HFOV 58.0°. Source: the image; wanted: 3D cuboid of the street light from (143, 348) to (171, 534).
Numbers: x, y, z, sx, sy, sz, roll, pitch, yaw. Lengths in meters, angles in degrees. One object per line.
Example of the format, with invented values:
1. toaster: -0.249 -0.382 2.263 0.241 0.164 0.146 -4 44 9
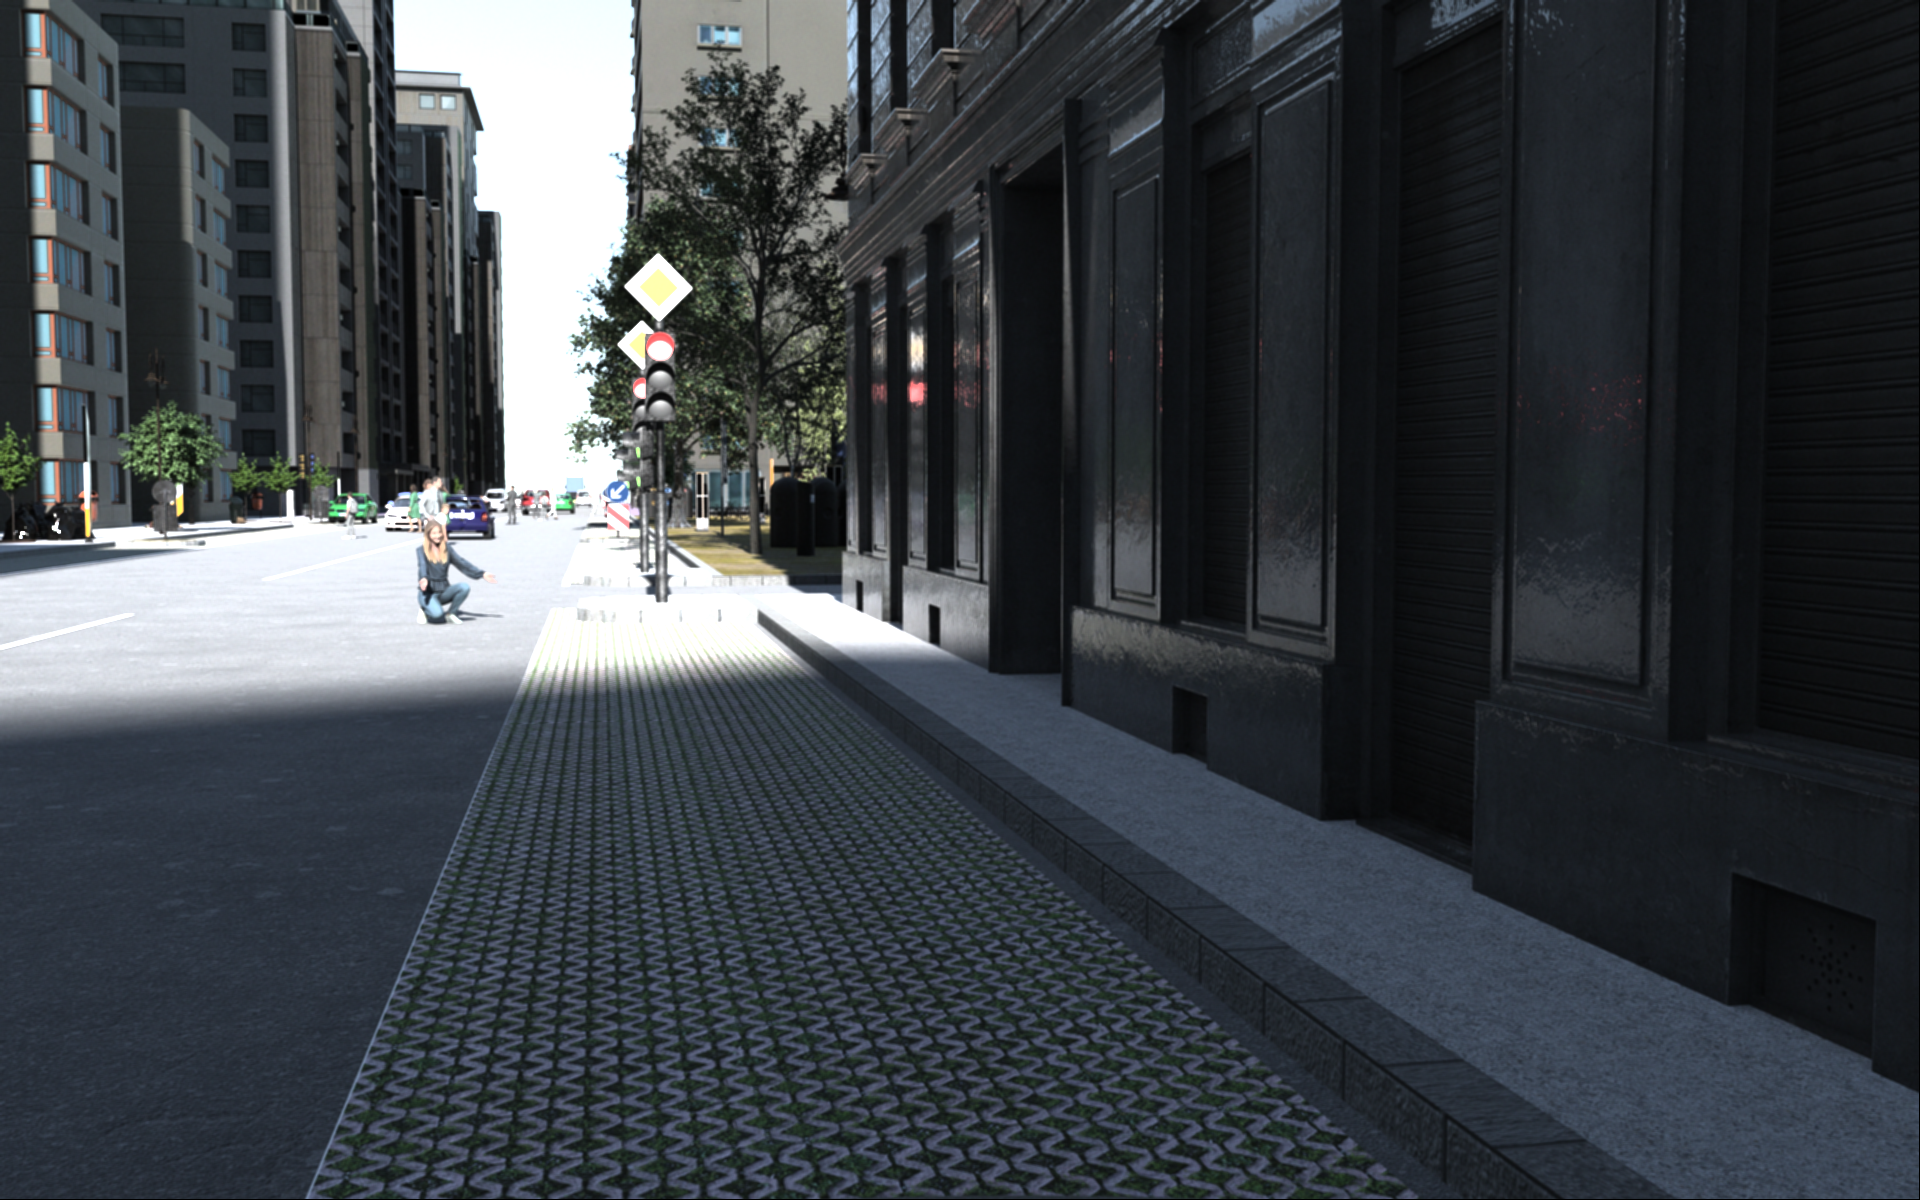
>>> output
1. street light: -25.367 -5.019 54.849 0.468 5.910 1.993 -1 4 -12

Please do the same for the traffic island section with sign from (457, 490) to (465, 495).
1. traffic island section with sign: -43.222 -8.656 150.148 1.989 1.847 2.006 -1 4 -12

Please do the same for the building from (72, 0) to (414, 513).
1. building: -55.880 -26.247 121.024 32.217 40.220 23.993 -1 4 -12

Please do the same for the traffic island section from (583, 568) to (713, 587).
1. traffic island section: -5.129 -0.369 28.309 2.009 0.180 2.903 -1 4 -12

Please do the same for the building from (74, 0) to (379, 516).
1. building: -43.420 -20.331 104.112 14.160 30.474 14.107 -1 4 -12

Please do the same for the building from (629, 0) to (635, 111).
1. building: -15.200 -29.697 140.175 22.147 44.769 28.867 -1 4 -12

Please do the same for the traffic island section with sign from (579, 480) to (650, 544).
1. traffic island section with sign: -10.120 -2.571 50.664 1.989 1.847 2.006 -1 4 -12

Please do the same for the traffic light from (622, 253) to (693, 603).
1. traffic light: -3.545 -1.923 20.368 0.839 4.253 0.868 -1 4 -12

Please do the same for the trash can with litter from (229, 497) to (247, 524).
1. trash can with litter: -30.933 -3.851 74.348 0.624 1.170 1.055 -3 5 -44

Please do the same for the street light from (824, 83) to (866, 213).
1. street light: -1.239 -2.890 20.040 0.468 5.910 1.993 -1 4 -12

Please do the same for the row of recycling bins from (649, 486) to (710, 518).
1. row of recycling bins: -15.035 -5.182 91.842 3.534 1.692 1.069 0 4 -1

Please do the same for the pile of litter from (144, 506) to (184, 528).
1. pile of litter: -30.141 -3.142 65.336 1.719 0.858 1.176 2 4 26

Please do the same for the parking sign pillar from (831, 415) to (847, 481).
1. parking sign pillar: -3.860 -4.297 58.720 1.447 3.967 1.447 2 4 28

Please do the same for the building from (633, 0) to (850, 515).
1. building: -10.506 -30.044 114.926 21.300 48.544 21.600 -1 4 -12

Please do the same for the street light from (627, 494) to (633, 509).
1. street light: -27.962 -10.682 147.444 0.468 5.910 1.993 -1 4 -12

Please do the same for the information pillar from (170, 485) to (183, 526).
1. information pillar: -31.315 -4.757 69.135 0.183 3.616 0.504 3 5 42

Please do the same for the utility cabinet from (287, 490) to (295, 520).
1. utility cabinet: -33.378 -4.756 86.437 0.318 1.500 1.173 -1 4 -17

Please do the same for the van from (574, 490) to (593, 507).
1. van: -40.949 -11.096 188.425 2.013 2.044 4.112 -1 4 -13

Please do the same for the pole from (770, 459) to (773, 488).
1. pole: -10.928 -6.524 100.502 0.158 3.312 0.155 0 3 0

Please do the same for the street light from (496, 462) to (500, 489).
1. street light: -64.047 -16.365 240.349 0.468 5.910 1.993 -1 4 -12

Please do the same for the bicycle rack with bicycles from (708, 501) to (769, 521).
1. bicycle rack with bicycles: -11.159 -4.363 84.721 2.925 0.926 2.852 1 4 21

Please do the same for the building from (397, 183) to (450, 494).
1. building: -55.794 -23.857 161.769 14.160 30.474 14.107 -1 4 -12

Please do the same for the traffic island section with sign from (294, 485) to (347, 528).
1. traffic island section with sign: -27.529 -4.035 74.598 1.989 1.847 2.006 -1 4 -12

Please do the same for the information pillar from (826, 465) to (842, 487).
1. information pillar: -3.236 -2.451 44.572 0.304 2.012 0.304 3 5 39

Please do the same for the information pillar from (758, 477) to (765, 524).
1. information pillar: -8.664 -4.330 75.282 0.304 2.012 0.304 -2 4 -30

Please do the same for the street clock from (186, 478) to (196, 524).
1. street clock: -32.643 -4.218 73.537 0.471 2.002 0.358 -3 5 -39

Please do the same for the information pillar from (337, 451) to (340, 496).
1. information pillar: -33.925 -6.317 94.632 0.183 3.616 0.504 -1 4 -17

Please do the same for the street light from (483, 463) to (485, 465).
1. street light: -58.089 -14.573 211.056 0.468 5.910 1.993 -1 4 -12

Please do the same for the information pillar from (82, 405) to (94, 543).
1. information pillar: -23.088 -3.331 45.824 0.183 3.616 0.504 -1 4 -18

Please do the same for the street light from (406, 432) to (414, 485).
1. street light: -41.119 -9.602 129.776 0.468 5.910 1.993 -1 4 -12

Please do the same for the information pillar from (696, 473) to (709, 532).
1. information pillar: -8.821 -3.352 59.290 0.304 2.012 0.304 2 4 31

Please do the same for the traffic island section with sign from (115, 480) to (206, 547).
1. traffic island section with sign: -21.903 -2.382 47.573 1.989 1.847 2.006 -1 4 -12

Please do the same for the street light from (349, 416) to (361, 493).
1. street light: -35.021 -7.807 100.427 0.468 5.910 1.993 -1 4 -12

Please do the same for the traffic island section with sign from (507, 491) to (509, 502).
1. traffic island section with sign: -59.964 -13.580 230.655 1.989 1.847 2.006 -1 4 -12

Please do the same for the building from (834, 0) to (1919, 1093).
1. building: 5.027 -9.947 11.781 9.793 20.994 18.267 -1 4 -12

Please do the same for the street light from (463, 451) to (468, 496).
1. street light: -51.951 -12.786 181.836 0.468 5.910 1.993 -1 4 -12

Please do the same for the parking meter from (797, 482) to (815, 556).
1. parking meter: -3.205 -1.686 35.982 0.372 1.533 0.369 0 3 0

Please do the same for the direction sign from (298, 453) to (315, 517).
1. direction sign: -35.990 -6.328 95.465 0.876 3.537 0.379 0 4 0

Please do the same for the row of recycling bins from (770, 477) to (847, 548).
1. row of recycling bins: -3.006 -2.166 42.524 3.534 1.692 1.069 -3 4 -36

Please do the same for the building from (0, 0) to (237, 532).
1. building: -46.999 -13.747 69.795 27.650 21.520 28.899 -1 4 -12

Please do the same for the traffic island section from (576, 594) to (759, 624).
1. traffic island section: -3.504 0.110 20.491 2.009 0.180 2.903 -1 4 -12

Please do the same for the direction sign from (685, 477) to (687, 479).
1. direction sign: -14.170 -5.815 87.071 0.876 3.537 0.379 -2 4 -24

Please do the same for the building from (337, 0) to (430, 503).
1. building: -55.451 -43.098 142.902 20.563 71.187 20.611 -1 4 -12

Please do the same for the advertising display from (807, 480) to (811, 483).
1. advertising display: -6.477 -4.510 78.954 0.974 1.923 0.123 -1 4 -19

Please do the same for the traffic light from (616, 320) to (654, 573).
1. traffic light: -5.170 -2.402 28.187 0.839 4.253 0.868 -1 4 -12

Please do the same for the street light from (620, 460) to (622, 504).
1. street light: -38.745 -13.866 199.494 0.468 5.910 1.993 -1 4 -12

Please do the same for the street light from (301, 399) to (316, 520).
1. street light: -31.589 -6.808 84.100 0.468 5.910 1.993 -1 4 -12

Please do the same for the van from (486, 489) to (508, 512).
1. van: -36.716 -7.944 136.891 2.013 2.044 4.112 -1 4 -11

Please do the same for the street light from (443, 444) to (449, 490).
1. street light: -47.221 -11.394 159.085 0.468 5.910 1.993 -1 4 -12
